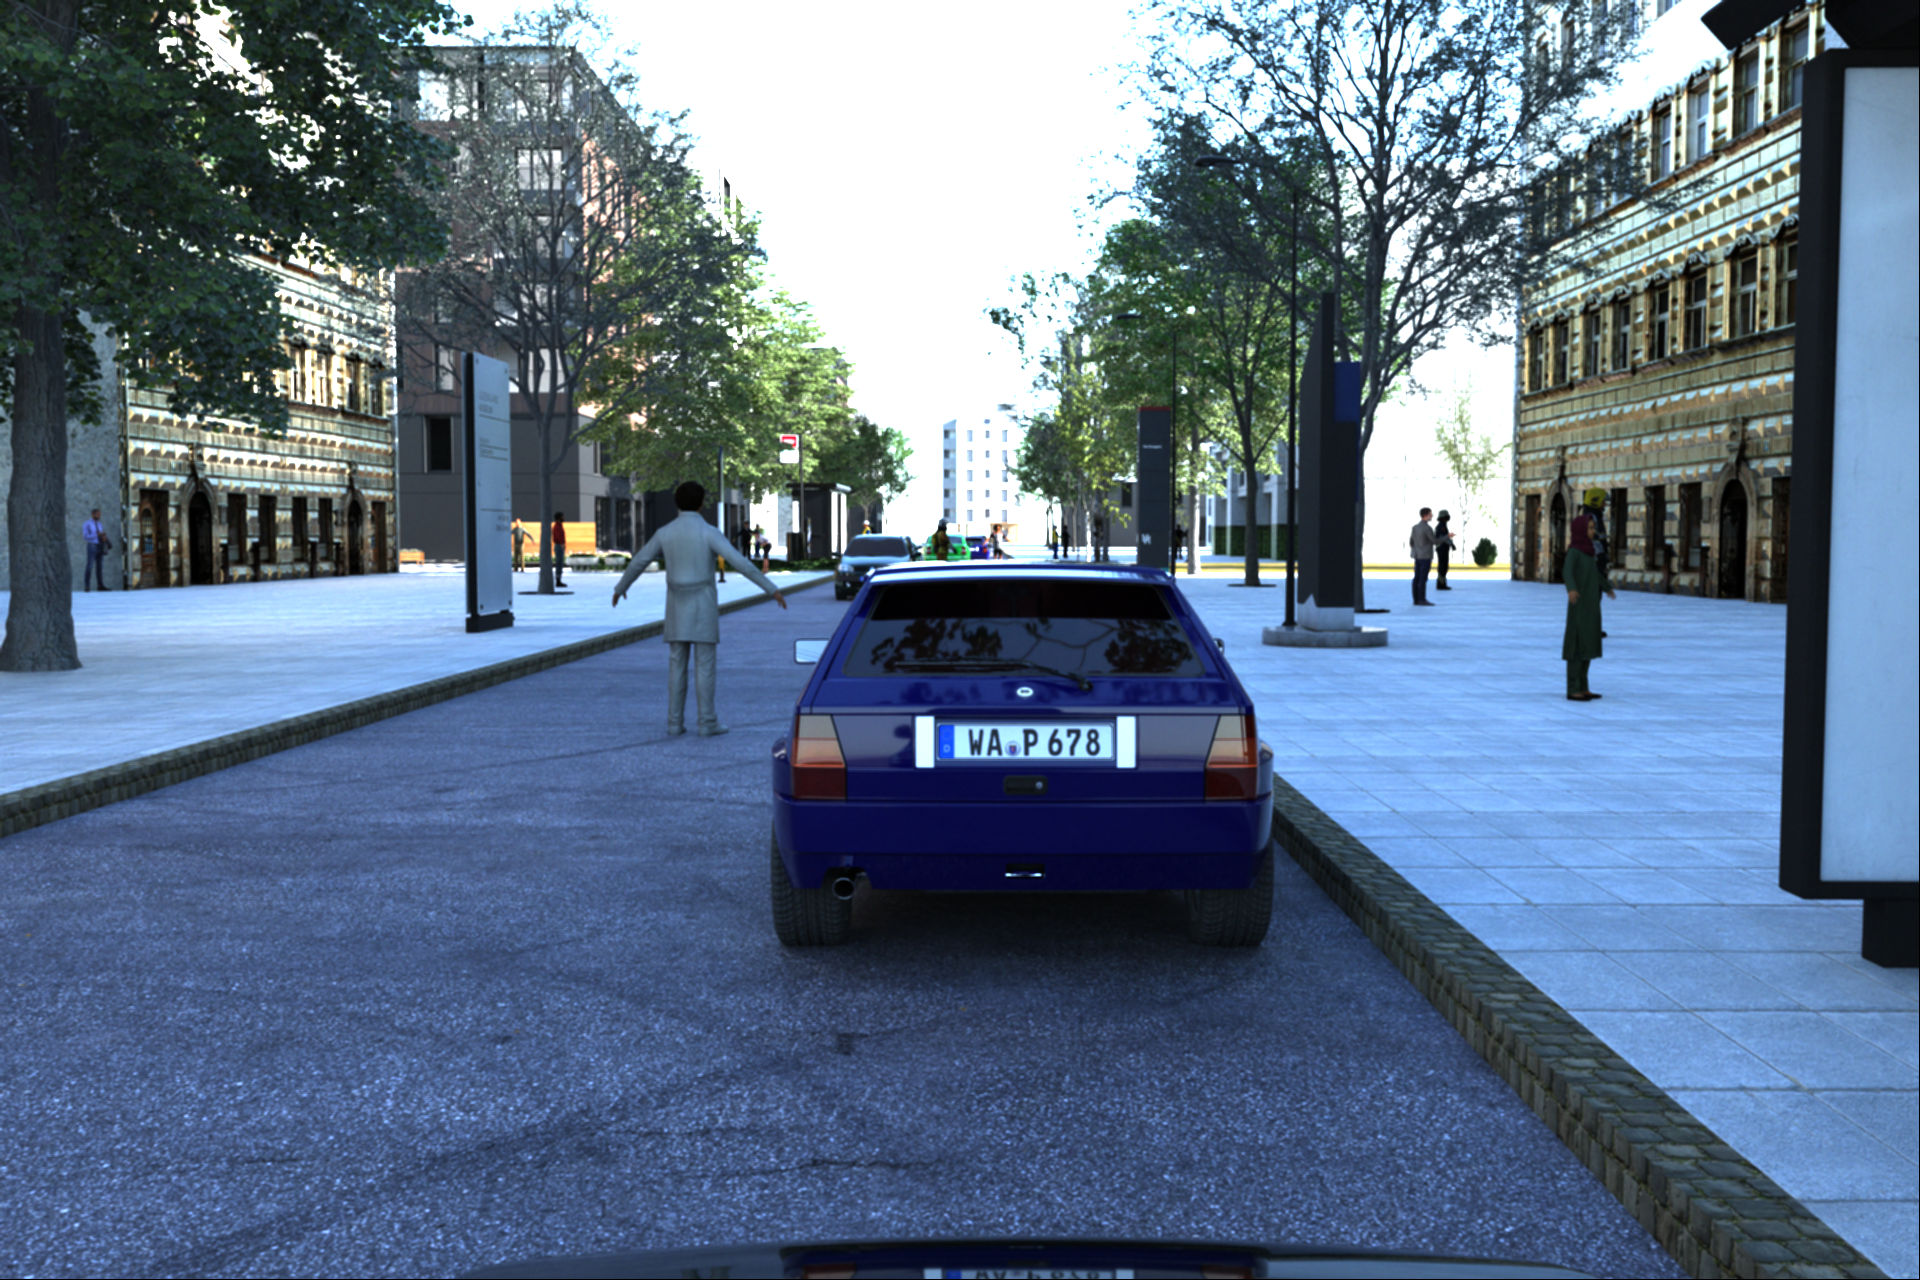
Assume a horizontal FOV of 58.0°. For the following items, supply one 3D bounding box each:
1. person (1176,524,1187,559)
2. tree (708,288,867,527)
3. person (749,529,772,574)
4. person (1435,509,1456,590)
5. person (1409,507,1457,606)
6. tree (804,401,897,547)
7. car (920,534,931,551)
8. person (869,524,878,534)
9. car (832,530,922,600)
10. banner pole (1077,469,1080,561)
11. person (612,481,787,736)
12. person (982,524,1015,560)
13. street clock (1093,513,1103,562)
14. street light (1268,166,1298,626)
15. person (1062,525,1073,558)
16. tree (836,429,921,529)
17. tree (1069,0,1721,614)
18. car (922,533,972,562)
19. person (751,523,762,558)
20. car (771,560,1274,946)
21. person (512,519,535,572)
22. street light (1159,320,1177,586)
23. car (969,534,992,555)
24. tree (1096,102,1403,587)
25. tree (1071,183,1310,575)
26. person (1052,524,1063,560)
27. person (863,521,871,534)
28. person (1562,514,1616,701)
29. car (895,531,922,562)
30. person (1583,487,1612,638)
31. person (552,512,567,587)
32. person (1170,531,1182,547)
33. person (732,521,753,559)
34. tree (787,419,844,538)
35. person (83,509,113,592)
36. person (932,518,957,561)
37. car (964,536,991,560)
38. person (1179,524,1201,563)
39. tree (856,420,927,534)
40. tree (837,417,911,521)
[{"bbox_3d":[11.221,-5.049,88.731,1.347,1.806,0.705,3,4,37],"label":"person"},{"bbox_3d":[-8.100,-9.942,80.679,7.486,12.596,7.792,0,3,0],"label":"tree"},{"bbox_3d":[-6.325,-2.801,55.022,0.628,1.438,0.799,0,4,6],"label":"person"},{"bbox_3d":[11.155,-2.081,39.888,0.704,1.845,1.351,0,4,3],"label":"person"},{"bbox_3d":[8.503,-1.504,31.164,0.750,1.759,0.617,0,4,-1],"label":"person"},{"bbox_3d":[-8.071,-11.307,119.281,8.767,10.594,7.601,1,4,17],"label":"tree"},{"bbox_3d":[-1.291,-5.556,101.062,2.015,1.641,3.980,0,4,1],"label":"car"},{"bbox_3d":[-4.858,-5.490,95.539,1.354,1.856,0.705,2,4,23],"label":"person"},{"bbox_3d":[-1.835,-1.783,38.936,2.009,1.686,4.222,0,4,1],"label":"car"},{"bbox_3d":[4.571,-4.684,66.600,0.401,3.779,0.863,0,4,0],"label":"banner pole"},{"bbox_3d":[-1.904,-0.229,12.387,1.347,1.806,0.705,1,4,15],"label":"person"},{"bbox_3d":[1.514,-3.705,69.184,1.345,1.843,0.704,-1,4,-15],"label":"person"},{"bbox_3d":[4.685,-3.322,58.879,0.358,2.002,0.471,0,4,1],"label":"street clock"},{"bbox_3d":[4.654,-2.989,21.405,1.470,5.913,1.316,0,4,1],"label":"street light"},{"bbox_3d":[5.671,-5.202,91.767,0.721,1.740,1.216,-1,4,-21],"label":"person"},{"bbox_3d":[-7.420,-12.758,143.008,8.767,10.594,7.601,-1,4,-13],"label":"tree"},{"bbox_3d":[6.531,-7.186,27.867,12.009,13.543,11.850,0,3,0],"label":"tree"},{"bbox_3d":[-0.500,-3.512,66.219,1.959,1.807,4.718,0,3,0],"label":"car"},{"bbox_3d":[-10.740,-5.268,91.982,1.347,1.847,0.705,3,5,43],"label":"person"},{"bbox_3d":[0.218,0.319,7.368,1.945,1.354,3.894,0,4,0],"label":"car"},{"bbox_3d":[-15.086,-3.235,59.159,1.348,1.796,0.705,1,4,15],"label":"person"},{"bbox_3d":[5.062,-3.919,36.621,1.470,5.913,1.316,0,4,1],"label":"street light"},{"bbox_3d":[1.219,-6.723,119.714,2.009,1.686,4.222,0,4,-1],"label":"car"},{"bbox_3d":[7.040,-7.119,42.158,9.928,11.665,9.643,0,3,0],"label":"tree"},{"bbox_3d":[7.339,-8.280,53.506,7.486,12.596,7.792,0,3,0],"label":"tree"},{"bbox_3d":[4.915,-4.946,87.324,0.721,1.772,1.216,-1,4,-18],"label":"person"},{"bbox_3d":[-3.966,-4.078,72.651,0.705,1.833,1.349,-1,4,-15],"label":"person"},{"bbox_3d":[4.868,-0.255,13.382,0.599,1.438,0.989,3,4,37],"label":"person"},{"bbox_3d":[-2.234,-2.932,57.730,2.009,1.686,4.222,0,4,1],"label":"car"},{"bbox_3d":[7.904,-0.963,21.511,0.704,1.858,1.351,1,4,20],"label":"person"},{"bbox_3d":[-9.667,-2.192,41.941,0.704,1.816,1.345,-1,4,-14],"label":"person"},{"bbox_3d":[5.484,-2.486,47.421,1.217,1.736,0.721,0,4,-4],"label":"person"},{"bbox_3d":[-9.065,-4.148,73.756,1.347,1.837,0.705,-2,4,-25],"label":"person"},{"bbox_3d":[-8.368,-9.178,100.418,4.737,8.622,4.395,0,3,0],"label":"tree"},{"bbox_3d":[-19.110,-1.991,38.466,0.599,1.838,0.709,1,4,15],"label":"person"},{"bbox_3d":[-0.456,-2.336,46.418,0.705,1.858,1.354,-2,4,-25],"label":"person"},{"bbox_3d":[0.453,-3.999,77.957,1.945,1.354,3.894,0,3,0],"label":"car"},{"bbox_3d":[10.370,-4.398,78.128,1.346,1.802,0.704,-2,4,-32],"label":"person"},{"bbox_3d":[-6.644,-14.067,155.753,9.928,11.665,9.643,0,3,0],"label":"tree"},{"bbox_3d":[-7.340,-12.001,130.623,7.601,10.594,8.767,-2,4,-25],"label":"tree"}]
